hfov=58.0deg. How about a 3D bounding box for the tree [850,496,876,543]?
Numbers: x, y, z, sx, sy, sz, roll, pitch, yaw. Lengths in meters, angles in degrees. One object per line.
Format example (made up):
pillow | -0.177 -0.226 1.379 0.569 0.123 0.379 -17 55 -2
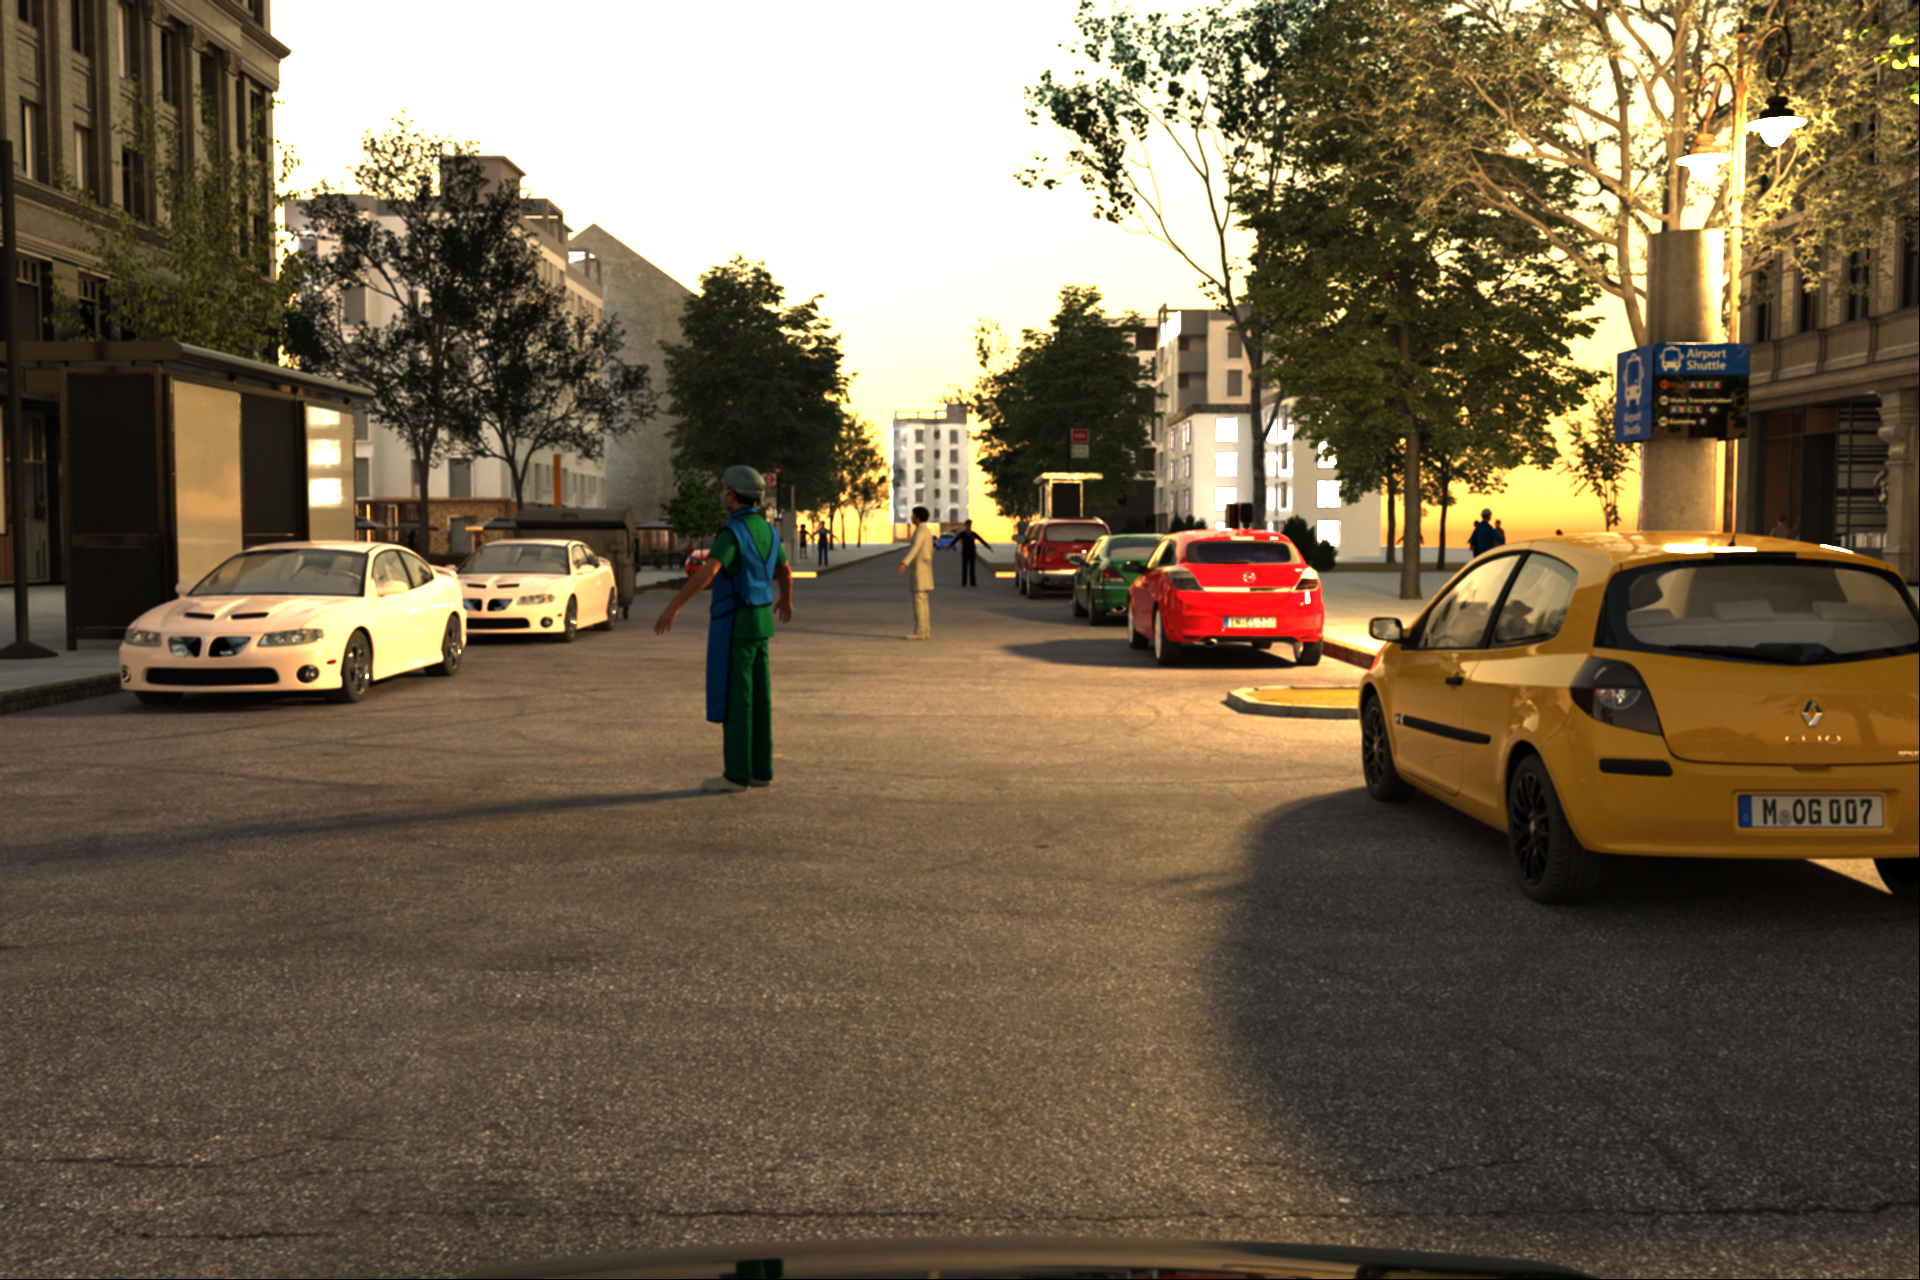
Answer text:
tree | -13.255 -18.233 248.473 4.360 8.622 3.978 0 3 0

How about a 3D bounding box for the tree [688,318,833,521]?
tree | -10.550 -10.448 88.958 7.486 12.596 7.792 0 3 0

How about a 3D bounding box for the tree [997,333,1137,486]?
tree | 5.495 -9.959 88.577 9.928 11.665 9.643 0 3 0

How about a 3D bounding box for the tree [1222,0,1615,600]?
tree | 8.550 -7.090 34.055 7.486 12.596 7.792 0 3 0

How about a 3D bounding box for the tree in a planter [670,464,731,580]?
tree in a planter | -6.637 -2.887 44.432 1.991 3.239 1.994 0 3 0

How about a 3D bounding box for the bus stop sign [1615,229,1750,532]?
bus stop sign | 6.363 -1.609 15.326 0.837 3.901 0.837 0 4 0

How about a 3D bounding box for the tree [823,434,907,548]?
tree | -9.349 -13.893 161.555 8.767 10.594 7.601 -2 4 -27

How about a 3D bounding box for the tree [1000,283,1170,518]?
tree | 5.676 -9.857 79.294 7.486 12.596 7.792 0 3 0

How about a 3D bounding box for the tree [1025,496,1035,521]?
tree | 10.620 -18.693 255.988 4.360 8.622 3.978 0 3 0

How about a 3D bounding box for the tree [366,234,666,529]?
tree | -12.953 -7.141 51.173 8.767 10.594 7.601 -2 4 -24

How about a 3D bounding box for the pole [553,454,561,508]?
pole | -10.263 -3.081 44.212 0.158 3.312 0.155 0 3 0

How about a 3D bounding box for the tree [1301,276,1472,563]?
tree | 18.642 -9.675 76.311 7.486 12.596 7.792 0 3 0

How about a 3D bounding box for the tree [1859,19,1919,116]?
tree | 8.946 -6.231 8.527 9.857 13.997 8.962 0 3 0

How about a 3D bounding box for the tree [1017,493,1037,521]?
tree | 5.694 -11.755 142.556 4.737 8.622 4.395 0 3 0

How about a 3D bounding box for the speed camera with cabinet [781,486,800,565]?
speed camera with cabinet | -7.042 -4.743 71.891 0.660 3.252 2.038 0 4 1

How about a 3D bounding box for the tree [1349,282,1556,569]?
tree | 17.736 -7.826 62.367 7.601 10.594 8.767 0 4 -2

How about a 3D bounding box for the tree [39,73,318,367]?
tree | -12.108 -4.727 27.656 4.737 8.622 4.395 0 3 0

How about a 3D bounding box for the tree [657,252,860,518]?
tree | -9.127 -10.504 78.399 9.857 13.997 8.962 0 3 0

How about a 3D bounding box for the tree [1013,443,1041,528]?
tree | 5.291 -10.898 128.546 4.737 8.622 4.395 0 3 0

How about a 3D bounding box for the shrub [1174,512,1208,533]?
shrub | 7.946 -3.362 59.395 1.690 2.028 1.600 0 3 0

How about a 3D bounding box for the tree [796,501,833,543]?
tree | -21.411 -19.561 254.237 7.601 10.594 8.767 0 4 5

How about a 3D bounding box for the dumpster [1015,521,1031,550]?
dumpster | 2.774 -2.988 57.072 1.865 1.857 1.264 0 4 -2

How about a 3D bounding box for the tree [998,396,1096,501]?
tree | 5.429 -10.304 102.886 7.601 10.594 8.767 -3 4 -39

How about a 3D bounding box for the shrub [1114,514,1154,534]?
shrub | 6.566 -3.772 65.714 1.661 2.075 1.752 0 3 0

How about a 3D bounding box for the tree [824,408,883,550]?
tree | -10.212 -13.061 139.296 9.928 11.665 9.643 0 3 0

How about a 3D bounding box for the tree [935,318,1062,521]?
tree | 4.119 -18.199 153.446 12.611 20.169 13.585 0 3 0

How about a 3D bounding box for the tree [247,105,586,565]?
tree | -12.306 -6.387 38.835 8.767 10.594 7.601 1 4 17

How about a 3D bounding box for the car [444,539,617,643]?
car | -6.055 -0.733 24.348 2.083 1.381 4.827 0 4 -1

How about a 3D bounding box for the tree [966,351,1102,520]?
tree | 5.492 -12.893 117.455 9.857 13.997 8.962 0 3 0

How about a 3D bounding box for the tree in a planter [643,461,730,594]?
tree in a planter | -6.568 -2.748 42.156 1.991 3.239 1.994 0 4 0

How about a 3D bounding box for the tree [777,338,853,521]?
tree | -9.886 -11.107 99.719 7.486 12.596 7.792 0 3 0

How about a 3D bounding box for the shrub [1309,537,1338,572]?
shrub | 12.408 -2.937 59.130 1.383 1.207 1.383 0 3 0

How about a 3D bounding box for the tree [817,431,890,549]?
tree | -10.100 -13.271 151.385 8.767 10.594 7.601 0 4 6

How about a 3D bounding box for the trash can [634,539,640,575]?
trash can | -10.474 -2.642 54.854 0.748 1.137 0.748 0 3 0

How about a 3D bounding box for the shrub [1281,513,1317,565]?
shrub | 12.127 -3.563 62.678 1.690 2.028 1.600 0 3 0

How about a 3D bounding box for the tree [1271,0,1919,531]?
tree | 8.968 -6.834 22.103 12.009 13.543 11.850 0 3 0

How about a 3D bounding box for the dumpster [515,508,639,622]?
dumpster | -6.325 -1.247 28.603 1.865 1.857 1.264 0 3 0

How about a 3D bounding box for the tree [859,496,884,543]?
tree | -12.697 -18.650 255.295 4.360 8.622 3.978 0 3 0

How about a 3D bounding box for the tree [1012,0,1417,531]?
tree | 7.633 -11.773 48.381 12.611 20.169 13.585 0 3 0

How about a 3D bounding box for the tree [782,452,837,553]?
tree | -10.094 -10.189 116.950 4.737 8.622 4.395 0 3 0

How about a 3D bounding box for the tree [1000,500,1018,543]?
tree | 8.217 -18.383 250.921 4.360 8.622 3.978 0 3 0

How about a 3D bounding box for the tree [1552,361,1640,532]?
tree | 27.189 -7.503 73.044 4.737 8.622 4.395 0 3 0

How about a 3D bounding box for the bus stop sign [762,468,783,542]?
bus stop sign | -7.518 -4.942 69.510 0.855 3.939 0.416 0 4 1

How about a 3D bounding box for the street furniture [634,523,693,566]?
street furniture | -14.568 -3.980 71.931 11.010 1.723 9.812 1 4 14

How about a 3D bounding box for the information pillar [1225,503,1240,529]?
information pillar | 6.447 -2.231 40.970 0.304 2.012 0.304 0 3 0
